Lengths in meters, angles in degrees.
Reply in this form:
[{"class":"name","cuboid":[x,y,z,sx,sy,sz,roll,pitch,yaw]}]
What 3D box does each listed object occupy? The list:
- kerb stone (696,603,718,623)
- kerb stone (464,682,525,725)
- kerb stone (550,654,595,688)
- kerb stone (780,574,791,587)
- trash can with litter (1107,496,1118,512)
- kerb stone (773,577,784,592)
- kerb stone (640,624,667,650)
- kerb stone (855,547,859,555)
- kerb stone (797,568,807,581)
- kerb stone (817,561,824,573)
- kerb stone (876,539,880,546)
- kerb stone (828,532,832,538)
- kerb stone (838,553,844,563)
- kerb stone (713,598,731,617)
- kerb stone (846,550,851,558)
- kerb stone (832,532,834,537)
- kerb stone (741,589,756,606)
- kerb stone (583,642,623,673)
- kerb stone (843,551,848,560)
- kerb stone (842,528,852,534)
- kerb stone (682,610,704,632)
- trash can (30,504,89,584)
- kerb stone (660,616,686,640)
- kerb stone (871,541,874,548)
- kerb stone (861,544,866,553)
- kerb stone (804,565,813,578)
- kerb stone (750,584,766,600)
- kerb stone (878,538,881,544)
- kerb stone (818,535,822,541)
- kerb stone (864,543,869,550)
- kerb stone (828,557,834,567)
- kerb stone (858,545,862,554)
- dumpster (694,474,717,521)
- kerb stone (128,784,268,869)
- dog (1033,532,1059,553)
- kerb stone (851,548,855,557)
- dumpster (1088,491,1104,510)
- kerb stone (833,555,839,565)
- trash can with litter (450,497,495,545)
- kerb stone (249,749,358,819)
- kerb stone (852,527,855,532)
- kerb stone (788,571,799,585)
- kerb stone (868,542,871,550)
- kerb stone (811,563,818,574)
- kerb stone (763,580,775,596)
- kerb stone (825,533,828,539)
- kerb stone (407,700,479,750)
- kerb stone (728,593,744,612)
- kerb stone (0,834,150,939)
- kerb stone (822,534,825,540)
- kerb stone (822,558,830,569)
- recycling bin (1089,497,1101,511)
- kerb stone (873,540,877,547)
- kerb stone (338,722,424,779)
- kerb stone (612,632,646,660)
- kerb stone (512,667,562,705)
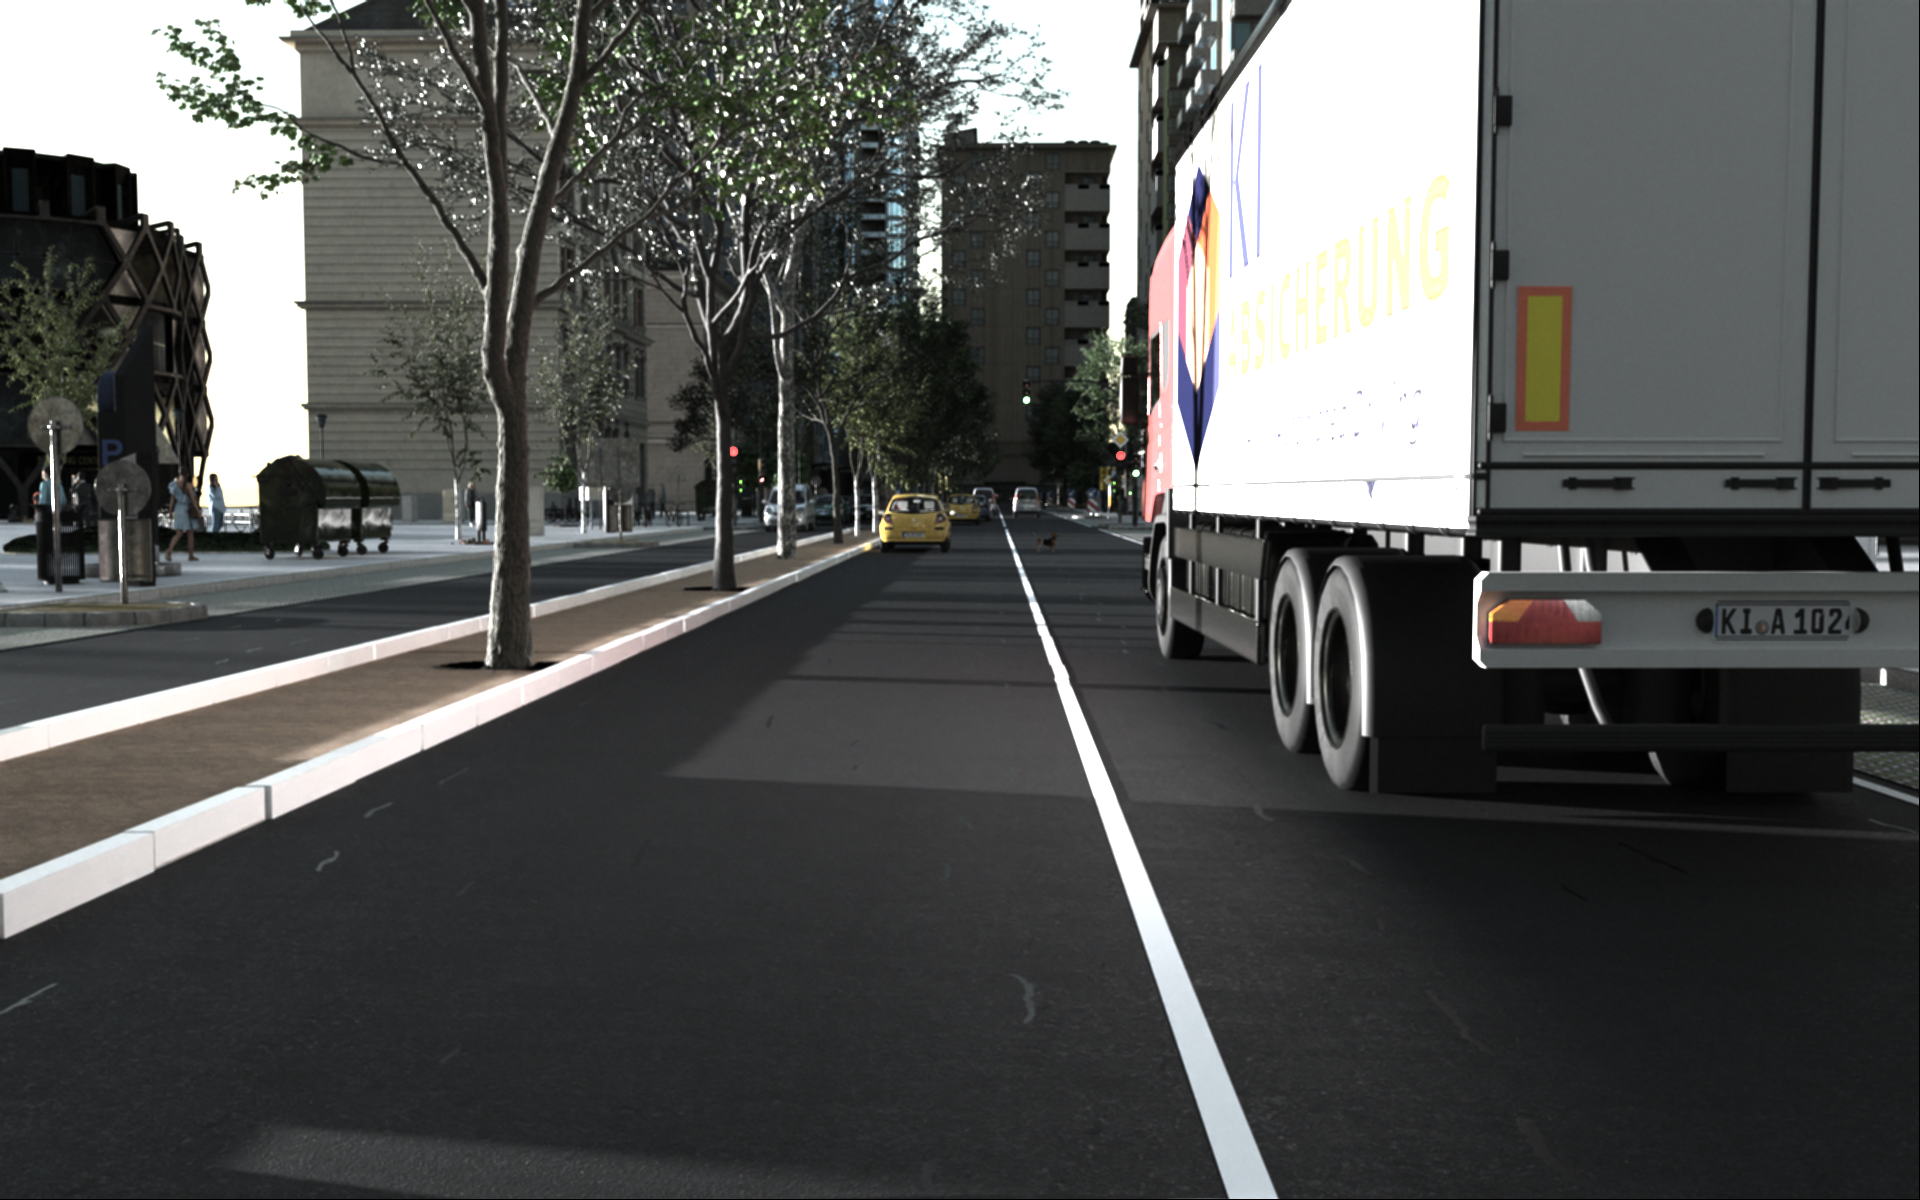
[{"class":"kerb stone","cuboid":[-2.875,0.171,19.392,0.120,0.150,1.000,0,4,1]},{"class":"kerb stone","cuboid":[-3.027,0.673,11.194,0.120,0.150,1.000,0,4,1]},{"class":"kerb stone","cuboid":[-2.990,0.551,13.245,0.120,0.150,1.000,0,4,1]},{"class":"kerb stone","cuboid":[-2.746,-0.266,26.571,0.120,0.150,1.000,0,4,1]},{"class":"trash can with litter","cuboid":[10.874,-6.802,122.599,0.624,1.170,1.055,-2,4,-35]},{"class":"kerb stone","cuboid":[-2.760,-0.205,25.545,0.120,0.150,1.000,0,4,1]},{"class":"kerb stone","cuboid":[-2.936,0.366,16.316,0.120,0.150,1.000,0,4,1]},{"class":"kerb stone","cuboid":[-2.487,-1.074,39.913,0.120,0.150,1.000,0,4,1]},{"class":"kerb stone","cuboid":[-2.690,-0.392,28.614,0.120,0.150,1.000,0,4,1]},{"class":"kerb stone","cuboid":[-2.638,-0.582,31.708,0.120,0.150,1.000,0,4,1]},{"class":"kerb stone","cuboid":[-2.349,-1.522,47.077,0.120,0.150,1.000,0,4,1]},{"class":"kerb stone","cuboid":[-4.287,-2.020,55.280,0.120,0.150,1.000,0,4,1]},{"class":"kerb stone","cuboid":[-2.558,-0.830,35.808,0.120,0.150,1.000,0,4,1]},{"class":"kerb stone","cuboid":[-2.861,0.108,20.423,0.120,0.150,1.000,0,4,1]},{"class":"kerb stone","cuboid":[-2.530,-0.954,37.859,0.120,0.150,1.000,0,4,1]},{"class":"kerb stone","cuboid":[-4.274,-2.083,56.303,0.120,0.150,1.000,0,4,1]},{"class":"kerb stone","cuboid":[-2.815,-0.010,22.472,0.120,0.150,1.000,0,4,1]},{"class":"kerb stone","cuboid":[-2.968,0.485,14.268,0.120,0.150,1.000,0,4,1]},{"class":"kerb stone","cuboid":[-2.542,-0.889,36.831,0.120,0.150,1.000,0,4,1]},{"class":"kerb stone","cuboid":[-4.133,-2.521,63.470,0.120,0.150,1.000,0,4,1]},{"class":"kerb stone","cuboid":[-2.887,0.238,18.366,0.120,0.150,1.000,0,4,1]},{"class":"trash can","cuboid":[-12.868,-0.803,24.775,0.748,1.137,0.748,0,3,0]},{"class":"kerb stone","cuboid":[-2.915,0.299,17.337,0.120,0.150,1.000,0,4,1]},{"class":"kerb stone","cuboid":[-2.388,-1.397,45.029,0.120,0.150,1.000,0,4,1]},{"class":"kerb stone","cuboid":[-2.445,-1.201,41.963,0.120,0.150,1.000,0,4,1]},{"class":"kerb stone","cuboid":[-2.674,-0.456,29.655,0.120,0.150,1.000,0,4,1]},{"class":"kerb stone","cuboid":[-2.798,-0.079,23.493,0.120,0.150,1.000,0,4,1]},{"class":"kerb stone","cuboid":[-2.329,-1.585,48.105,0.120,0.150,1.000,0,4,1]},{"class":"kerb stone","cuboid":[-4.352,-1.836,52.214,0.120,0.150,1.000,0,4,1]},{"class":"kerb stone","cuboid":[-2.429,-1.271,42.985,0.120,0.150,1.000,0,4,1]},{"class":"kerb stone","cuboid":[-2.603,-0.706,33.759,0.120,0.150,1.000,0,4,1]},{"class":"kerb stone","cuboid":[-2.466,-1.146,40.934,0.120,0.150,1.000,0,4,1]},{"class":"dumpster","cuboid":[-11.887,-4.908,82.746,1.502,2.255,1.985,0,4,1]},{"class":"kerb stone","cuboid":[-3.120,0.926,7.101,0.120,0.150,1.000,0,4,1]},{"class":"dog","cuboid":[2.095,-1.396,42.118,0.406,0.507,0.540,3,4,39]},{"class":"kerb stone","cuboid":[-2.506,-1.021,38.891,0.120,0.150,1.000,0,4,1]},{"class":"dumpster","cuboid":[11.346,-8.463,144.124,1.264,1.857,1.865,0,4,1]},{"class":"kerb stone","cuboid":[-2.583,-0.767,34.784,0.120,0.150,1.000,0,4,1]},{"class":"trash can with litter","cuboid":[-12.316,-2.052,44.609,1.678,1.210,2.233,-2,4,-29]},{"class":"kerb stone","cuboid":[-3.080,0.861,8.124,0.120,0.150,1.000,0,4,1]},{"class":"kerb stone","cuboid":[-4.121,-2.587,64.496,0.120,0.150,1.000,0,4,1]},{"class":"kerb stone","cuboid":[-2.726,-0.330,27.592,0.120,0.150,1.000,0,4,1]},{"class":"kerb stone","cuboid":[-2.412,-1.331,44.007,0.120,0.150,1.000,0,4,1]},{"class":"kerb stone","cuboid":[-2.664,-0.519,30.682,0.120,0.150,1.000,0,4,1]},{"class":"kerb stone","cuboid":[-2.777,-0.142,24.523,0.120,0.150,1.000,0,4,1]},{"class":"kerb stone","cuboid":[-4.308,-1.951,54.258,0.120,0.150,1.000,0,4,1]},{"class":"kerb stone","cuboid":[-3.048,0.735,10.172,0.120,0.150,1.000,0,4,1]},{"class":"kerb stone","cuboid":[-2.836,0.052,21.446,0.120,0.150,1.000,0,4,1]},{"class":"kerb stone","cuboid":[-3.127,0.988,6.072,0.120,0.150,1.000,0,4,1]},{"class":"kerb stone","cuboid":[-4.328,-1.897,53.236,0.120,0.150,1.000,0,4,1]},{"class":"kerb stone","cuboid":[-2.621,-0.645,32.737,0.120,0.150,1.000,0,4,1]},{"class":"recycling bin","cuboid":[9.995,-7.062,128.021,0.722,1.027,0.722,2,4,27]},{"class":"kerb stone","cuboid":[-2.366,-1.459,46.055,0.120,0.150,1.000,0,4,1]},{"class":"kerb stone","cuboid":[-3.073,0.801,9.151,0.120,0.150,1.000,0,4,1]},{"class":"kerb stone","cuboid":[-2.959,0.422,15.294,0.120,0.150,1.000,0,4,1]},{"class":"kerb stone","cuboid":[-3.009,0.614,12.223,0.120,0.150,1.000,0,4,1]}]
